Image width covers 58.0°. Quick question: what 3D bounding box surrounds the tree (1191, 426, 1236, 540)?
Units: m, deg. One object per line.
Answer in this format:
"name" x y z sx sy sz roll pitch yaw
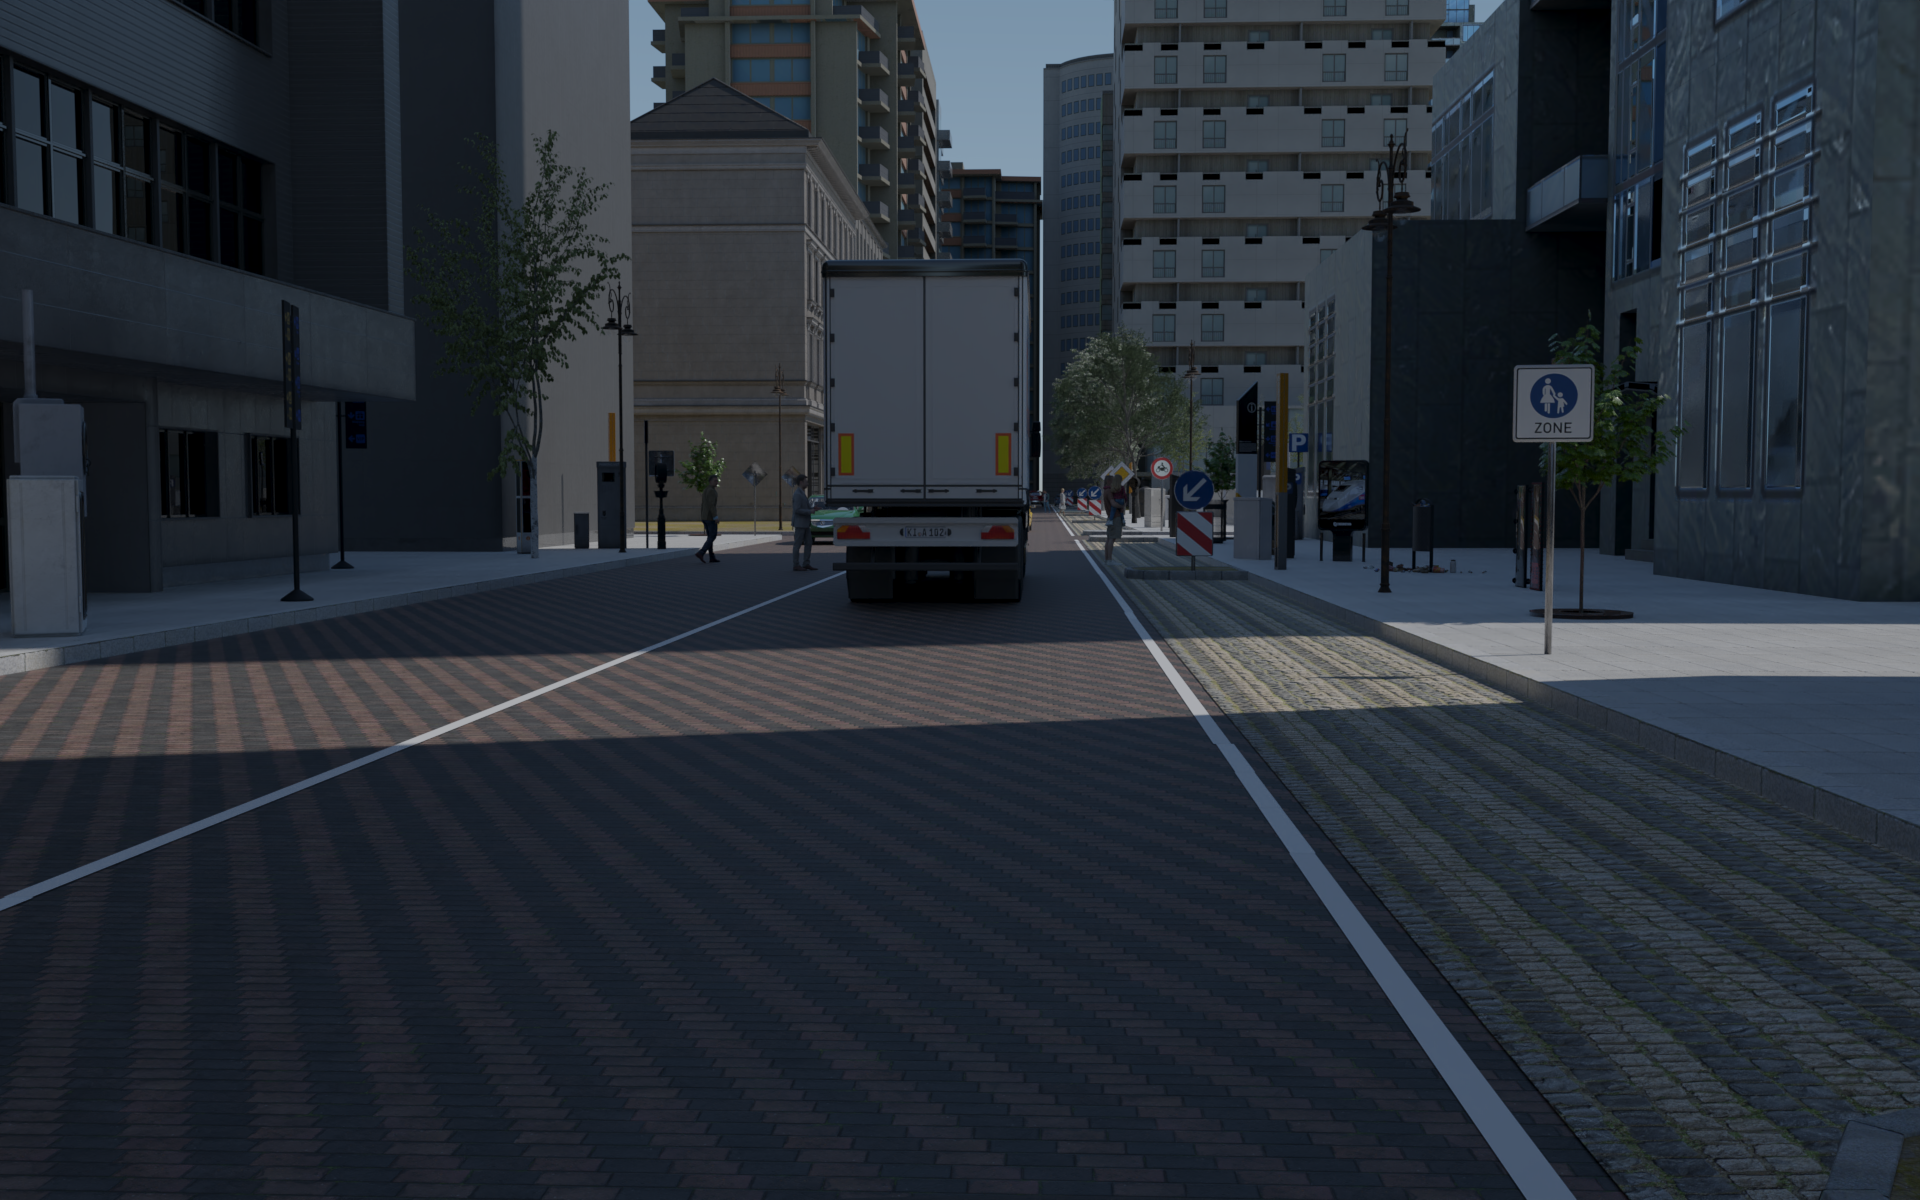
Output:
"tree" 7.308 -3.332 49.078 1.663 3.219 1.824 0 3 0

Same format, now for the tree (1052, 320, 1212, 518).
"tree" 9.404 -9.663 92.403 8.767 10.594 7.601 -1 4 -21

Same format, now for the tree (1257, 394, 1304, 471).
"tree" 22.678 -10.874 128.151 4.360 8.622 3.978 0 3 0

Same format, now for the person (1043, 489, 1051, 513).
"person" 6.435 -7.381 129.530 0.623 1.781 0.721 2 4 35

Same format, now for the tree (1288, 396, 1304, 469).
"tree" 24.655 -10.552 122.888 4.737 8.622 4.395 0 3 0

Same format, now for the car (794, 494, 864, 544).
"car" -3.763 -2.383 50.756 2.131 1.459 4.920 0 4 2

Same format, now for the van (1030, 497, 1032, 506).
"van" 4.936 -8.283 142.441 2.013 2.044 4.112 0 4 4

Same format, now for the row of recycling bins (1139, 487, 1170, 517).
"row of recycling bins" 11.578 -5.497 96.983 3.534 1.692 1.069 -1 4 -20

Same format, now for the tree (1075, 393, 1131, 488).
"tree" 10.420 -10.472 121.575 4.360 8.622 3.978 0 3 0

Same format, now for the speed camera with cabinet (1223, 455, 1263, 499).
"speed camera with cabinet" 12.890 -5.113 77.929 2.038 3.252 0.660 2 4 35

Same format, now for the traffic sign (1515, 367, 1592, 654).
"traffic sign" 4.704 -0.713 13.794 0.606 2.300 0.079 1 4 11

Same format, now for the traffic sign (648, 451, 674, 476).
"traffic sign" -7.014 -2.359 40.696 0.606 2.300 0.079 0 4 4

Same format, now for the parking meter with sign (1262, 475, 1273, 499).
"parking meter with sign" 12.552 -4.492 69.701 1.738 3.016 0.543 1 4 20

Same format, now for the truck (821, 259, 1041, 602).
"truck" -0.178 -2.287 26.314 2.839 4.237 11.283 0 4 3

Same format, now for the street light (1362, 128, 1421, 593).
"street light" 5.537 -3.034 22.400 0.468 5.910 1.993 0 4 3

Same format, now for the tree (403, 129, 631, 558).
"tree" -8.729 -5.134 34.307 4.737 8.622 4.395 0 3 0

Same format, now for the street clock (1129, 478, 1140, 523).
"street clock" 7.627 -4.353 75.745 0.471 2.002 0.358 2 4 34

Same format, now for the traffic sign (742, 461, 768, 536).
"traffic sign" -6.281 -3.022 53.048 0.795 2.450 0.064 0 4 3

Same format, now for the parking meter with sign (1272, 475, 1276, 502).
"parking meter with sign" 12.462 -4.147 64.060 1.738 3.016 0.543 -3 4 -36

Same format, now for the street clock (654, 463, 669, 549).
"street clock" -6.948 -2.184 40.283 0.358 2.002 0.471 -1 4 -18

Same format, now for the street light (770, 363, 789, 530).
"street light" -6.357 -5.408 61.217 0.468 5.910 1.993 0 4 3

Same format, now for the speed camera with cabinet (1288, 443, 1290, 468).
"speed camera with cabinet" 13.246 -4.417 66.557 0.660 3.252 2.038 -2 4 -34

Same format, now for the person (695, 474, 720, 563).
"person" -5.199 -1.688 36.011 0.656 1.842 0.836 2 4 31

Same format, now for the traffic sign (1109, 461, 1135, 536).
"traffic sign" 4.899 -2.988 52.494 0.795 2.450 0.064 0 4 3

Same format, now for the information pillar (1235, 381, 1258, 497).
"information pillar" 5.944 -2.723 35.872 0.504 3.616 0.183 -2 4 -25

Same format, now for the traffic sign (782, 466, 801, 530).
"traffic sign" -5.899 -3.510 61.024 0.795 2.450 0.064 0 4 3

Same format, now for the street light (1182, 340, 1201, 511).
"street light" 6.933 -4.845 51.995 0.468 5.910 1.993 0 4 3

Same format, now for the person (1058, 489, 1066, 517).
"person" 6.444 -6.165 109.651 0.624 1.780 0.694 0 4 -6

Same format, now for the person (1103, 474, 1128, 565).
"person" 3.079 -1.605 34.722 0.580 1.828 0.573 3 4 38

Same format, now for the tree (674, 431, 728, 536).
"tree" -7.976 -3.576 53.062 1.663 3.219 1.824 0 3 0

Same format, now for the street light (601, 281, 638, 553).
"street light" -7.398 -3.975 37.785 0.468 5.910 1.993 0 4 3

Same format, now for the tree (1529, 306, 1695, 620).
"tree" 6.424 -1.430 17.980 1.663 3.219 1.824 0 3 0

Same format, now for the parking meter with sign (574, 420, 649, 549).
"parking meter with sign" -8.227 -2.726 40.837 1.738 3.016 0.543 -1 4 -11

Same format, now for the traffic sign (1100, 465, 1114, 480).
"traffic sign" 5.282 -3.476 60.470 0.795 2.450 0.064 0 4 3

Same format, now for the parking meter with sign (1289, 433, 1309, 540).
"parking meter with sign" 9.468 -3.216 48.846 0.543 3.016 1.738 1 4 16

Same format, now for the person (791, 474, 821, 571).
"person" -2.876 -1.448 32.373 0.583 1.804 0.606 0 3 0

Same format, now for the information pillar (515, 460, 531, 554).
"information pillar" -9.313 -1.994 37.092 0.304 2.012 0.304 -2 4 -35

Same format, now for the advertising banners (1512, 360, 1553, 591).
"advertising banners" 7.676 -1.640 23.001 0.090 3.025 2.074 0 4 3

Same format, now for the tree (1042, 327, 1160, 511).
"tree" 10.769 -13.856 133.203 9.857 13.997 8.962 0 3 0

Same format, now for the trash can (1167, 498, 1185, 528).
"trash can" 7.798 -3.099 62.320 0.748 1.137 0.748 0 3 0

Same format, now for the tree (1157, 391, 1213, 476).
"tree" 15.000 -10.183 116.855 4.737 8.622 4.395 0 3 0

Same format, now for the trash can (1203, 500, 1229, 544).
"trash can" 6.613 -2.038 44.973 0.748 1.137 0.748 0 3 0

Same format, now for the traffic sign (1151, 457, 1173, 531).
"traffic sign" 6.966 -3.649 59.769 0.768 2.556 0.104 0 4 5

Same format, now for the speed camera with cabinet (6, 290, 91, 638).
"speed camera with cabinet" -8.581 -1.345 16.325 0.660 3.252 2.038 -2 4 -24
